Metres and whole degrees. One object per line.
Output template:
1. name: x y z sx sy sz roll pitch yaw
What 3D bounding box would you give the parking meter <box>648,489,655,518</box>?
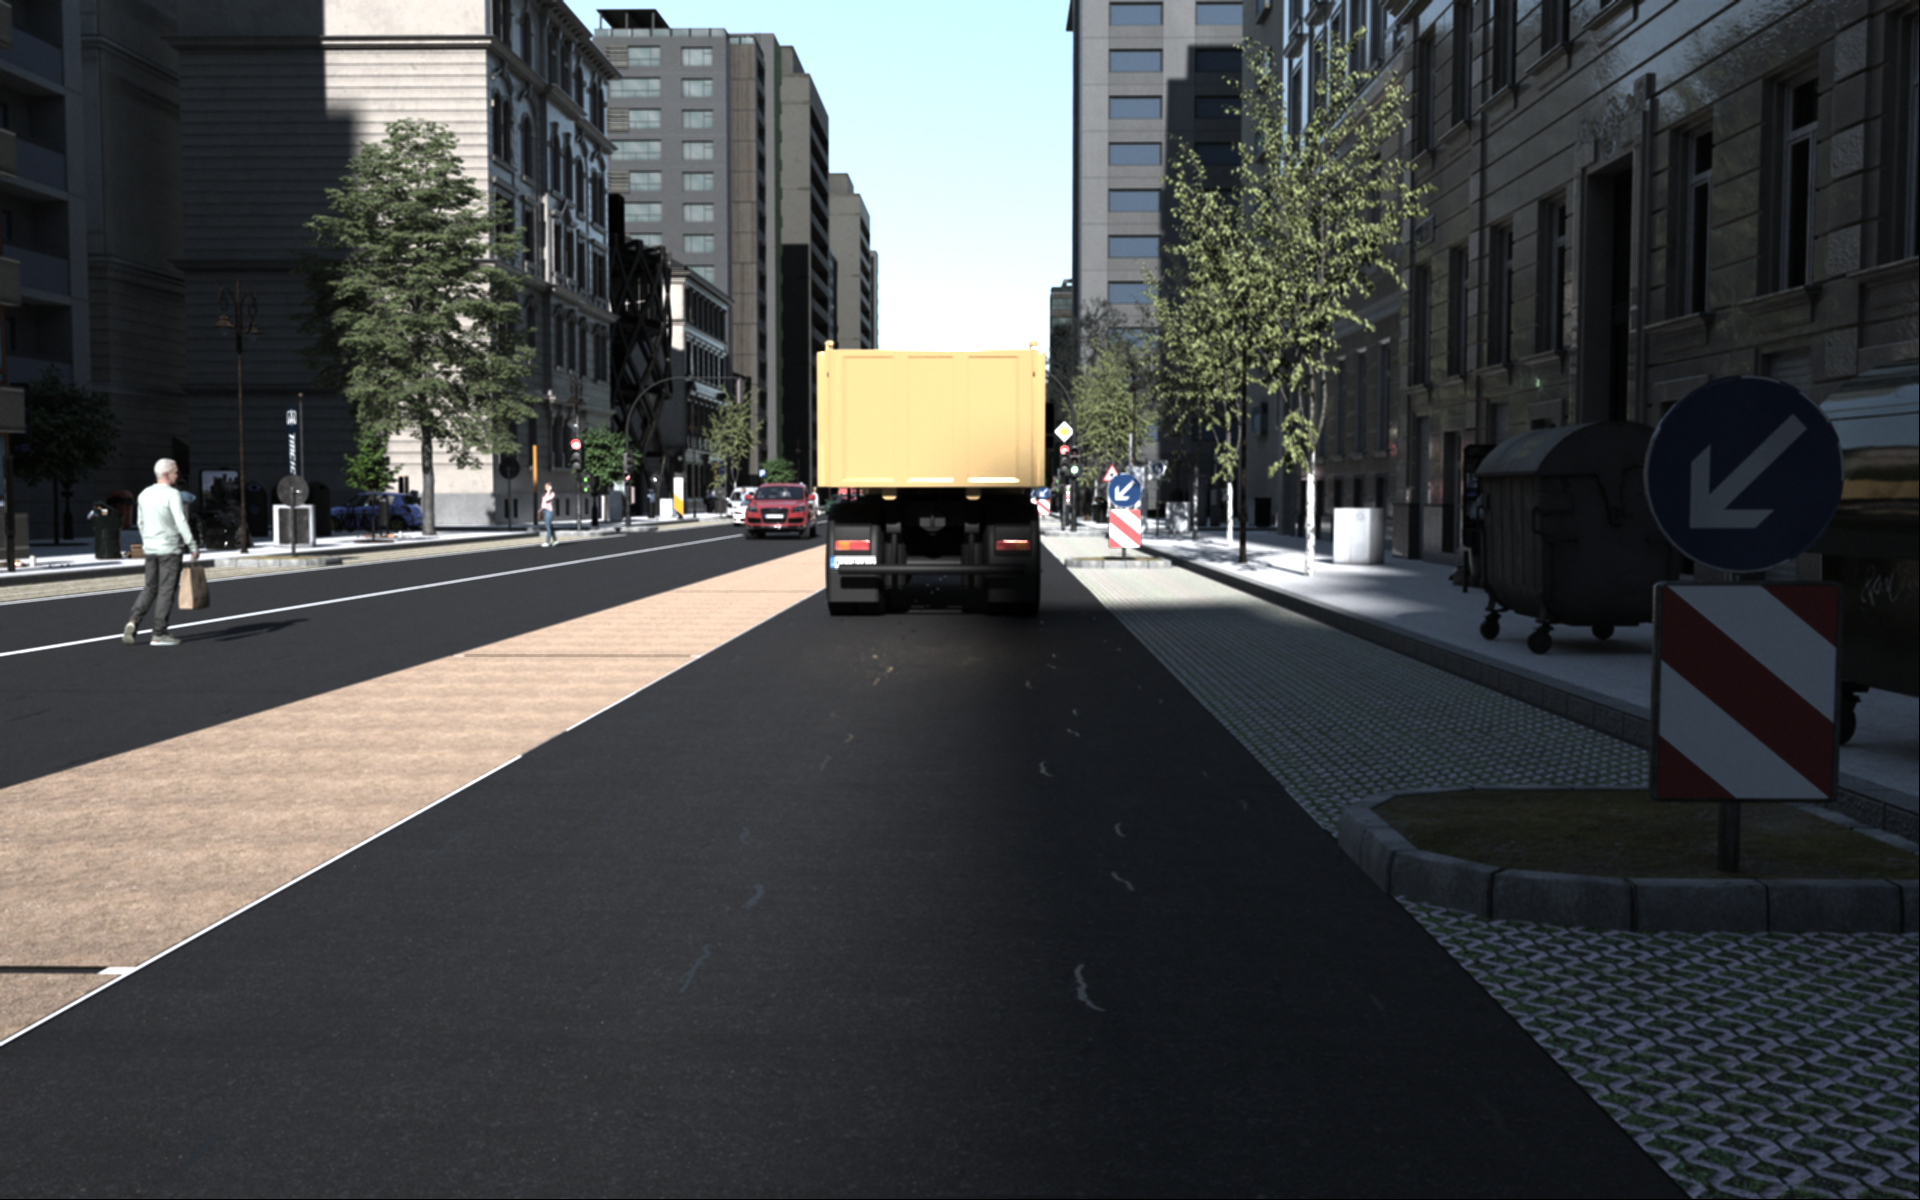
1. parking meter: -16.268 -5.069 91.288 0.372 1.533 0.369 0 3 0

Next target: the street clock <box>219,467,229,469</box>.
1. street clock: -19.749 -2.568 46.549 0.471 2.002 0.358 -1 4 -22

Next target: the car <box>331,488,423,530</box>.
1. car: -21.595 -3.288 63.356 3.694 1.707 1.945 0 4 1

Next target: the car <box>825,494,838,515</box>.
1. car: -8.354 -6.706 121.447 2.131 1.459 4.920 0 4 2

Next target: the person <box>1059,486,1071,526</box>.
1. person: 4.259 -3.731 69.924 0.576 1.772 0.534 -1 4 -18

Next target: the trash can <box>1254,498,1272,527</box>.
1. trash can: 11.653 -3.365 66.669 0.748 1.137 0.748 0 3 0

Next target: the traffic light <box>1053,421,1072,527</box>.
1. traffic light: 4.012 -4.775 66.985 0.839 4.253 0.868 0 4 1

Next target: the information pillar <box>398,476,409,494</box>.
1. information pillar: -22.447 -4.001 69.913 0.304 2.012 0.304 1 4 21

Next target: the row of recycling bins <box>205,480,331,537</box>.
1. row of recycling bins: -20.919 -2.770 52.397 3.534 1.692 1.069 -2 4 -25

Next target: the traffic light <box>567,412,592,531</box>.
1. traffic light: -13.054 -4.306 59.318 0.839 4.253 0.868 0 4 1

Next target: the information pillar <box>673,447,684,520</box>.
1. information pillar: -14.136 -5.851 87.016 0.504 3.616 0.183 -2 4 -27

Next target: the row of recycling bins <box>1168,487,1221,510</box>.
1. row of recycling bins: 13.332 -5.441 96.075 3.534 1.692 1.069 0 4 2

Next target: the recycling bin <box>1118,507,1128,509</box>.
1. recycling bin: 10.700 -6.076 111.901 0.722 1.027 0.722 -1 4 -21

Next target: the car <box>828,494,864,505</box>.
1. car: -4.966 -4.149 79.631 2.131 1.459 4.920 0 4 1

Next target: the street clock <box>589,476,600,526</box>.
1. street clock: -14.696 -3.982 69.669 0.358 2.002 0.471 -3 5 -45

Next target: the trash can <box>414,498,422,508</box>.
1. trash can: -21.594 -3.467 68.334 0.748 1.137 0.748 0 3 0

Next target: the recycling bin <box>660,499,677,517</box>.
1. recycling bin: -16.162 -5.100 95.939 0.722 1.027 0.722 1 4 14

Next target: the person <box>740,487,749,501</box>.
1. person: -11.594 -5.213 93.991 0.793 1.790 0.793 0 4 -4

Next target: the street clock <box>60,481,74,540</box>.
1. street clock: -25.094 -2.699 48.697 0.471 2.002 0.358 3 4 38

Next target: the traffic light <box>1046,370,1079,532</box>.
1. traffic light: 1.761 -5.152 58.902 4.771 5.953 1.251 0 4 1

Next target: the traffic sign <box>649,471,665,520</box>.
1. traffic sign: -14.951 -5.155 85.467 0.795 2.450 0.064 1 4 9

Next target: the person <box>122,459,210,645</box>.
1. person: -7.505 -0.452 16.379 0.782 1.767 0.515 2 4 24

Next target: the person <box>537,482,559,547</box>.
1. person: -11.255 -2.350 47.519 0.643 1.750 0.593 -3 5 -41

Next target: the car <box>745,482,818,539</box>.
1. car: -5.783 -2.915 56.328 2.281 1.827 5.304 0 4 -1

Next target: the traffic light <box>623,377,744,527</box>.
1. traffic light: -10.803 -5.665 67.295 4.771 5.953 1.251 0 4 1

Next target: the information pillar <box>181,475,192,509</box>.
1. information pillar: -30.344 -3.883 67.976 0.304 2.012 0.304 -1 4 -11

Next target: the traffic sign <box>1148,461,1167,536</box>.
1. traffic sign: 6.030 -3.101 52.826 0.606 2.300 0.079 0 4 5

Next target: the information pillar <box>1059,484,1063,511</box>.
1. information pillar: 7.575 -7.624 129.141 0.304 2.012 0.304 2 4 34

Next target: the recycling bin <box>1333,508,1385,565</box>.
1. recycling bin: 7.303 -1.172 31.710 0.722 1.027 0.722 3 4 38

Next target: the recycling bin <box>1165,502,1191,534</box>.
1. recycling bin: 7.042 -2.654 55.947 0.722 1.027 0.722 1 4 15

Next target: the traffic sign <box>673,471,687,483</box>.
1. traffic sign: -14.652 -5.531 90.546 0.768 2.556 0.104 0 4 5

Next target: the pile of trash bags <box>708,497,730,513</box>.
1. pile of trash bags: -15.607 -6.526 116.451 1.912 1.369 3.447 1 4 13

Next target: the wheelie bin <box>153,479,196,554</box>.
1. wheelie bin: -16.777 -1.771 36.864 0.980 1.594 0.693 -1 4 -11

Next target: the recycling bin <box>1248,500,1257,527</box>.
1. recycling bin: 11.888 -3.433 68.680 0.722 1.027 0.722 2 4 32

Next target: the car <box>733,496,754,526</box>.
1. car: -9.026 -4.023 78.134 2.083 1.381 4.827 0 4 3

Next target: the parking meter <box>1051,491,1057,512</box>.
1. parking meter: 6.687 -7.020 123.194 0.372 1.533 0.369 0 3 0

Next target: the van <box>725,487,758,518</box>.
1. van: -12.136 -5.548 97.713 2.013 2.044 4.112 0 4 1

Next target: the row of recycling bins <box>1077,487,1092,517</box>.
1. row of recycling bins: 6.965 -5.572 98.213 1.069 1.692 3.534 0 4 0

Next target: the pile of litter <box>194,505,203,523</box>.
1. pile of litter: -30.647 -3.416 69.819 1.719 0.858 1.176 0 4 -5

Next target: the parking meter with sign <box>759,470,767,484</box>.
1. parking meter with sign: -13.765 -7.795 123.709 0.543 3.016 1.738 1 4 15

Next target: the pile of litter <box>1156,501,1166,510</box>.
1. pile of litter: 12.935 -6.066 113.143 1.719 0.858 1.176 1 4 12

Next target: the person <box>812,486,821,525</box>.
1. person: -6.673 -4.300 79.165 0.624 1.780 0.694 -2 4 -29

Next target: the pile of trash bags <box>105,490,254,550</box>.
1. pile of trash bags: -18.398 -1.897 40.771 3.447 1.369 1.912 0 4 3

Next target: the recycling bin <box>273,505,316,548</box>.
1. recycling bin: -15.995 -1.778 41.622 0.722 1.027 0.722 3 4 36

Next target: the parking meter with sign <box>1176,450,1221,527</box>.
1. parking meter with sign: 9.417 -4.414 68.438 1.738 3.016 0.543 1 4 18
